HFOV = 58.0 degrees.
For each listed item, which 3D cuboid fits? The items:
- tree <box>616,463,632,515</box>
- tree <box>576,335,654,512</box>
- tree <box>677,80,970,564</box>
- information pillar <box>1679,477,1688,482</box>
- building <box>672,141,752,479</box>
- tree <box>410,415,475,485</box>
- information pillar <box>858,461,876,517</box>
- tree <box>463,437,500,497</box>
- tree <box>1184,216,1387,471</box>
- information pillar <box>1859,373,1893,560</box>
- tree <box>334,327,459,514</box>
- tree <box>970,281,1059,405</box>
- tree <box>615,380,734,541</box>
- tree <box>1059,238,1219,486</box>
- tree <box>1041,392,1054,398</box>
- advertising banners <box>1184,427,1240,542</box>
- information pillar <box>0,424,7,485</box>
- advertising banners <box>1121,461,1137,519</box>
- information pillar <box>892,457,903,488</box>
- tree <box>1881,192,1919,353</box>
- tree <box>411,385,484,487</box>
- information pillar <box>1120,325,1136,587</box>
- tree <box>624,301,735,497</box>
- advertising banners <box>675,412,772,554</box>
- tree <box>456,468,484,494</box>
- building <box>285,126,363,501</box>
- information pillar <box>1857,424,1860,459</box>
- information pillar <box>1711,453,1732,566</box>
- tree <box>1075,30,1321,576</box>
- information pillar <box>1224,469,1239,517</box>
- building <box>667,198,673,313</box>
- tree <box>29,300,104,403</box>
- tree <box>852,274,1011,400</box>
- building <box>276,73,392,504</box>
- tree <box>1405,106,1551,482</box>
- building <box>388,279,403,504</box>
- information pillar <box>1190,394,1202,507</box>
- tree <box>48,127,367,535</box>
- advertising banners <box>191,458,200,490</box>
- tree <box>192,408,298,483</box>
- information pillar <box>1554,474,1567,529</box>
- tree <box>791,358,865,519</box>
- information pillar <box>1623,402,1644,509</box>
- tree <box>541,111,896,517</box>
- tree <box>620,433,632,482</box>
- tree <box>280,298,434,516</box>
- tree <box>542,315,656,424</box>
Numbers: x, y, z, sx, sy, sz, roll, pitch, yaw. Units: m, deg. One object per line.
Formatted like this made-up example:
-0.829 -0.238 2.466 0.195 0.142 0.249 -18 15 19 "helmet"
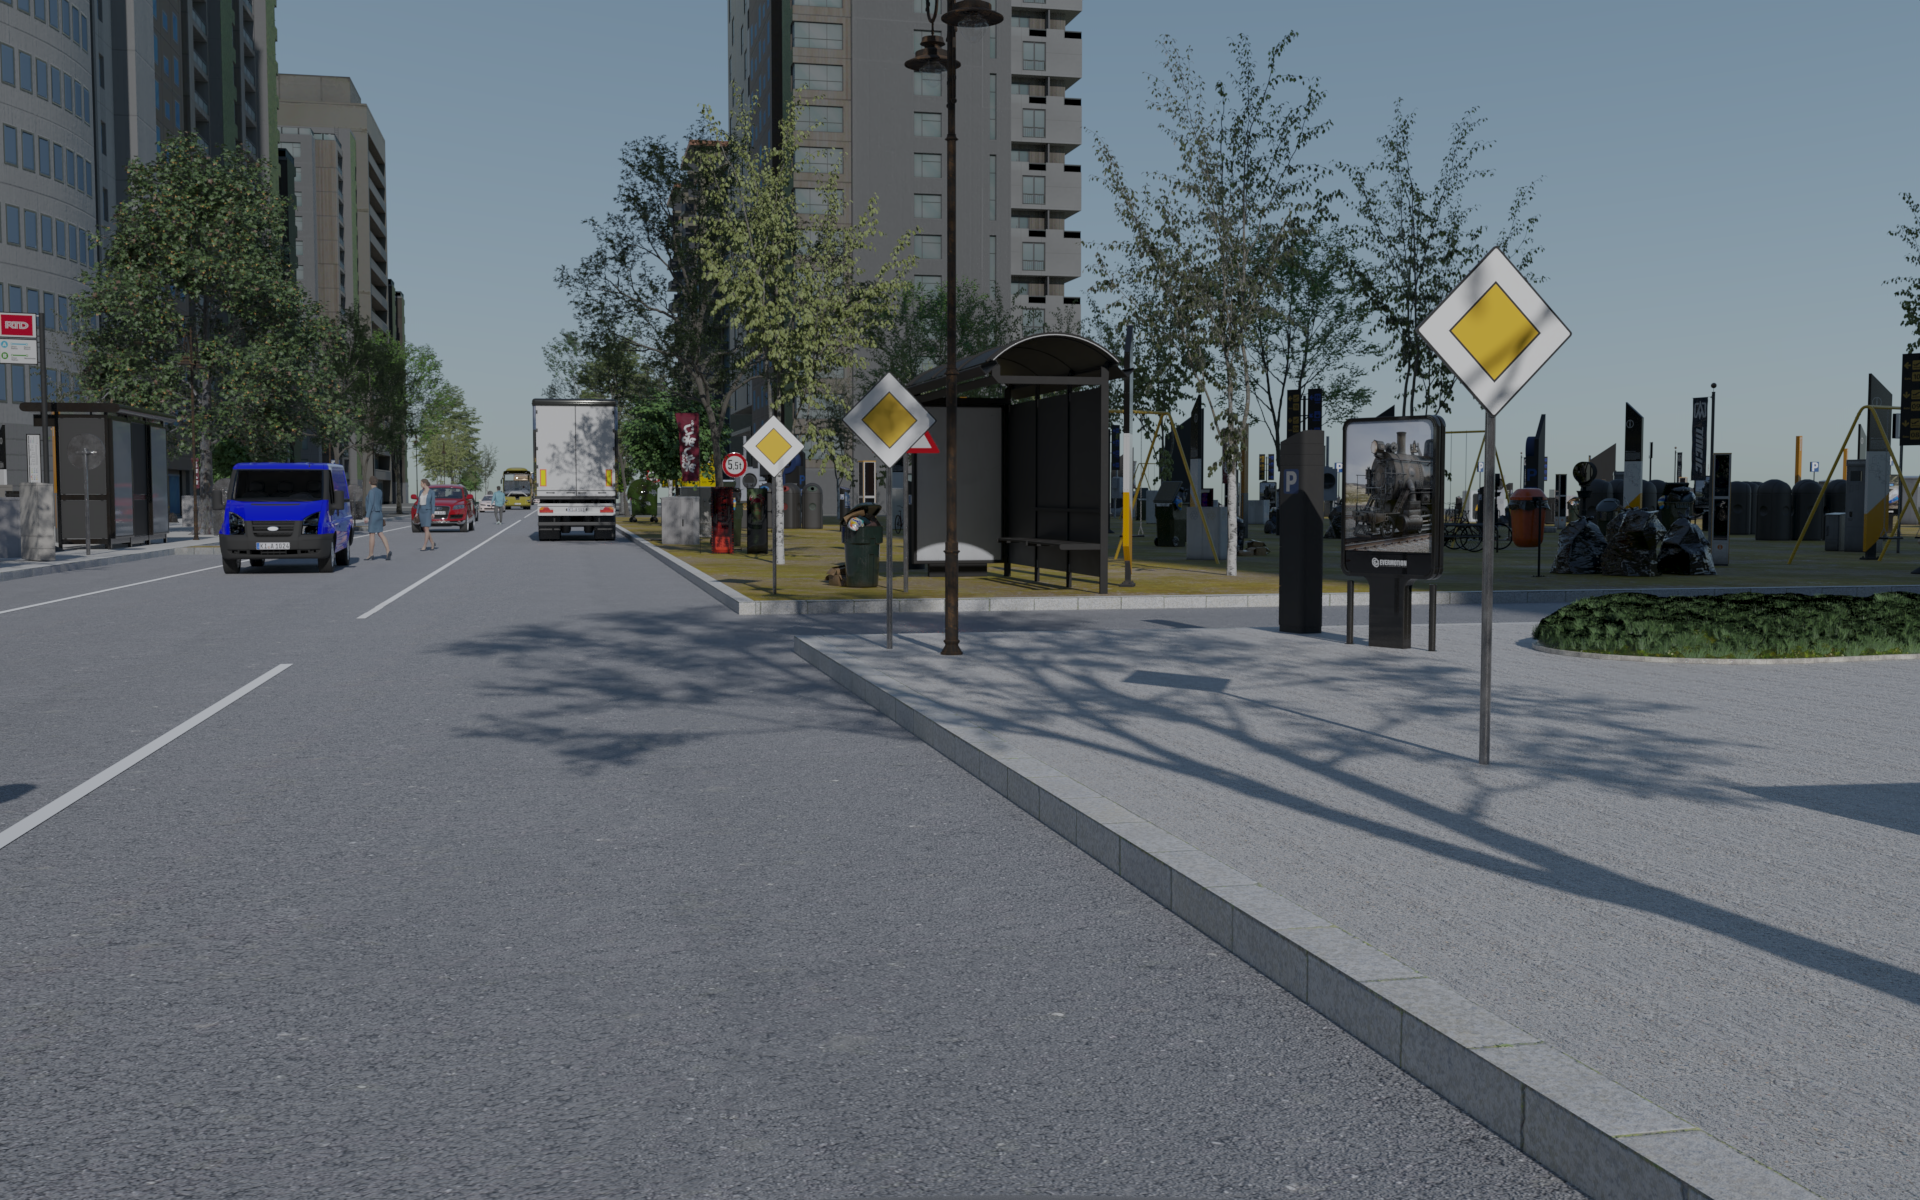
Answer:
-20.751 -6.795 105.707 1.663 3.219 1.824 0 3 0 "tree"
-24.559 -12.592 124.009 7.486 12.596 7.792 0 3 0 "tree"
-3.097 -4.954 31.355 4.737 8.622 4.395 0 3 0 "tree"
31.285 -4.309 74.951 0.304 2.012 0.304 3 4 36 "information pillar"
-22.761 -34.163 213.183 22.147 44.769 28.867 -1 4 -13 "building"
-48.237 -12.792 159.517 4.737 8.622 4.395 0 3 0 "tree"
-2.057 -2.068 38.311 0.304 2.012 0.304 -2 4 -27 "information pillar"
-61.204 -16.388 218.307 4.360 8.622 3.978 0 3 0 "tree"
12.316 -8.576 65.965 9.928 11.665 9.643 0 3 0 "tree"
17.838 -2.589 33.681 0.504 3.616 0.183 -1 4 -9 "information pillar"
-35.696 -11.229 109.350 9.928 11.665 9.643 0 3 0 "tree"
1.012 -6.648 59.061 4.737 8.622 4.395 0 3 0 "tree"
-7.849 -3.917 47.752 4.285 4.588 4.351 0 3 0 "tree"
5.586 -6.039 49.100 4.737 8.622 4.395 0 3 0 "tree"
5.449 -7.378 70.994 4.360 8.622 3.978 0 3 0 "tree"
6.473 -3.042 45.920 2.074 3.025 0.090 2 4 34 "advertising banners"
-32.234 -4.095 58.311 0.504 3.616 0.183 3 4 38 "information pillar"
8.863 -5.769 90.511 0.090 3.025 2.074 2 4 27 "advertising banners"
-2.340 -4.555 65.822 0.504 3.616 0.183 -1 4 -10 "information pillar"
22.937 -5.425 39.064 4.737 8.622 4.395 0 3 0 "tree"
-53.284 -16.037 180.324 7.486 12.596 7.792 0 3 0 "tree"
2.313 -1.987 23.836 0.183 3.616 0.504 1 4 11 "information pillar"
-10.949 -7.078 66.081 4.360 8.622 3.978 0 3 0 "tree"
-5.059 -2.500 37.062 2.074 3.025 0.090 0 4 4 "advertising banners"
-58.904 -13.744 208.435 4.285 4.588 4.351 0 3 0 "tree"
-72.938 -30.776 186.779 14.154 41.232 14.086 -1 4 -13 "building"
30.108 -4.070 57.896 0.504 3.616 0.183 -3 5 -40 "information pillar"
13.603 -1.619 30.958 0.304 2.012 0.304 1 4 23 "information pillar"
4.045 -4.687 26.994 4.360 8.622 3.978 0 3 0 "tree"
8.015 -2.855 51.179 0.304 2.012 0.304 -3 5 -42 "information pillar"
-29.197 -35.881 241.272 22.147 44.769 28.867 -1 4 -13 "building"
-31.496 -6.901 63.190 4.360 8.622 3.978 0 3 0 "tree"
-1.301 -9.566 82.157 9.928 11.665 9.643 0 3 0 "tree"
-79.294 -35.454 203.373 21.300 48.544 21.600 -1 4 -13 "building"
8.902 -5.053 32.975 4.360 8.622 3.978 0 3 0 "tree"
-80.106 -27.543 222.021 14.160 30.474 14.107 -1 4 -13 "building"
5.569 -3.029 40.877 0.183 3.616 0.504 -1 4 -14 "information pillar"
-23.713 -8.408 54.482 9.611 12.733 9.660 0 3 0 "tree"
-36.464 -5.365 83.901 0.090 3.025 2.074 1 4 18 "advertising banners"
-25.969 -4.863 63.220 4.285 4.588 4.351 0 3 0 "tree"
21.848 -3.578 62.991 0.304 2.012 0.304 -1 4 -10 "information pillar"
-6.327 -8.429 88.183 4.360 8.622 3.978 0 3 0 "tree"
17.074 -3.217 43.955 0.183 3.616 0.504 -3 4 -37 "information pillar"
-5.729 -6.560 41.661 8.767 10.594 7.601 0 4 -4 "tree"
-42.950 -17.557 204.071 9.611 12.733 9.660 0 3 0 "tree"
-29.397 -9.020 81.896 7.601 10.594 8.767 0 4 -3 "tree"
-35.910 -19.817 179.897 12.611 20.169 13.585 0 3 0 "tree"
